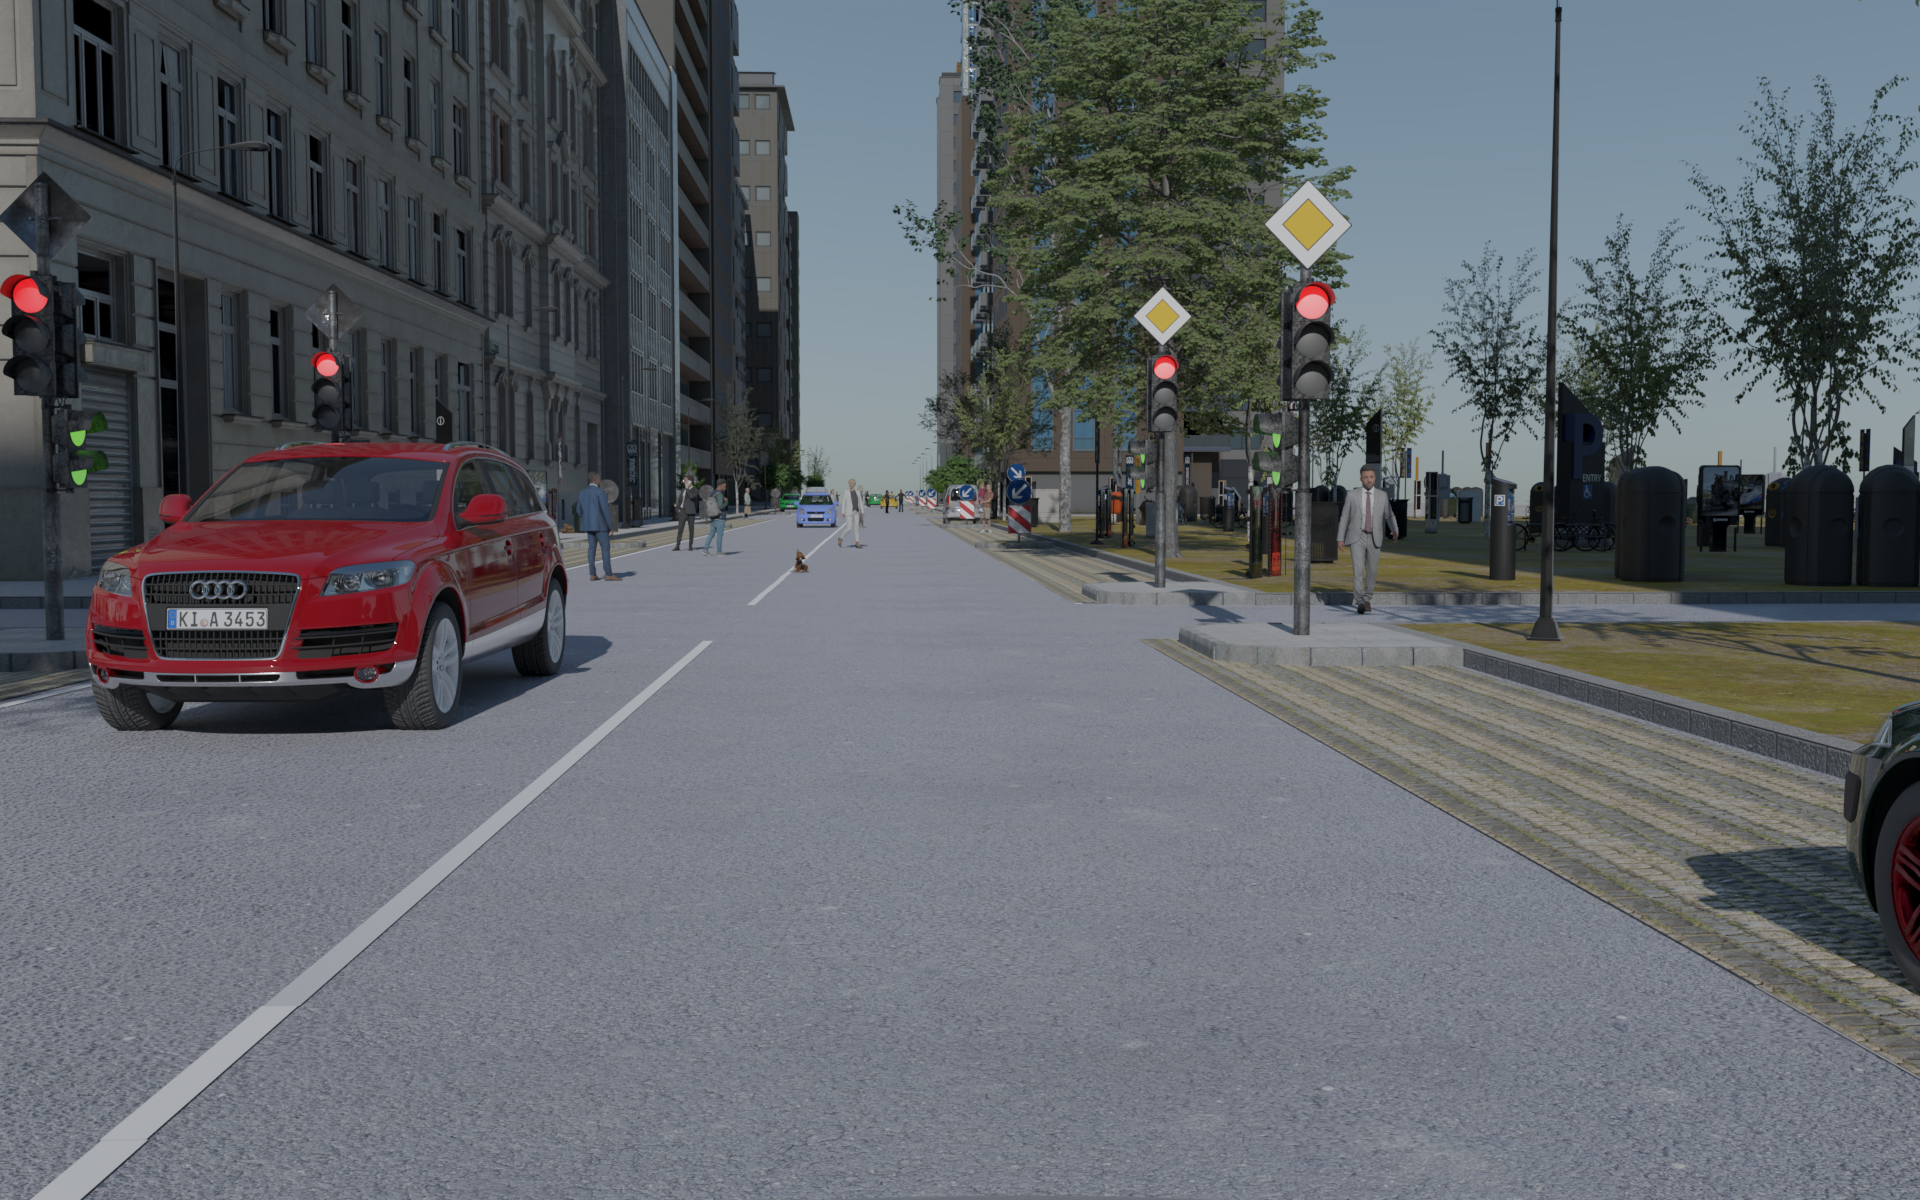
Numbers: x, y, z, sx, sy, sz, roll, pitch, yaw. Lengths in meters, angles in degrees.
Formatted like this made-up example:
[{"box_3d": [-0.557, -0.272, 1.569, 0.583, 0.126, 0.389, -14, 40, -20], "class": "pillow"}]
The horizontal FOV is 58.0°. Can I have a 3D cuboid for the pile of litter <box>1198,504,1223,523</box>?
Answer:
[{"box_3d": [11.390, -3.855, 76.997, 1.719, 0.858, 1.176, 0, 4, -4], "class": "pile of litter"}]

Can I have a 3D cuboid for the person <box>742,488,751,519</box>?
[{"box_3d": [-11.966, -5.387, 97.070, 0.515, 1.767, 0.782, 0, 4, -3], "class": "person"}]

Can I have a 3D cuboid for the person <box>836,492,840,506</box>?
[{"box_3d": [-14.886, -12.397, 211.993, 0.742, 1.727, 0.445, 1, 4, 23], "class": "person"}]

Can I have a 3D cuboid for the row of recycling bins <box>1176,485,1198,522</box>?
[{"box_3d": [10.376, -4.605, 82.399, 1.069, 1.692, 3.534, -1, 4, -11], "class": "row of recycling bins"}]

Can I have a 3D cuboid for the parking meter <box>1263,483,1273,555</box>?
[{"box_3d": [6.596, -1.739, 36.848, 0.372, 1.533, 0.369, 0, 3, 0], "class": "parking meter"}]

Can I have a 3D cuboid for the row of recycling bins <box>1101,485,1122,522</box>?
[{"box_3d": [6.985, -4.462, 80.068, 1.069, 1.692, 3.534, 1, 4, 9], "class": "row of recycling bins"}]

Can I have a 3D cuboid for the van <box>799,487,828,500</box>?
[{"box_3d": [-8.598, -5.913, 103.693, 2.013, 2.044, 4.112, 0, 4, -4], "class": "van"}]

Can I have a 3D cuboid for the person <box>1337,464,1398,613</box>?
[{"box_3d": [4.904, -0.740, 20.878, 0.678, 1.792, 0.850, 0, 4, 5], "class": "person"}]

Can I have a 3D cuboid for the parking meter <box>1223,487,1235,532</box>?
[{"box_3d": [9.128, -3.083, 58.811, 0.372, 1.533, 0.369, 0, 3, 0], "class": "parking meter"}]

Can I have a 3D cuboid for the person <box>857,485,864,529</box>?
[{"box_3d": [-4.248, -3.882, 72.148, 0.526, 1.800, 0.537, 1, 4, 21], "class": "person"}]

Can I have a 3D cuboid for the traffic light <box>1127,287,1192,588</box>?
[{"box_3d": [2.726, -2.124, 23.643, 0.839, 4.253, 0.868, 0, 4, -3], "class": "traffic light"}]

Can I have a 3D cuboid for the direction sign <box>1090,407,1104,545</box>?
[{"box_3d": [3.485, -3.178, 43.955, 0.379, 3.537, 0.876, 1, 4, 11], "class": "direction sign"}]

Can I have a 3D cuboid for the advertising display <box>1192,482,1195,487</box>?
[{"box_3d": [12.692, -5.452, 94.349, 0.123, 1.923, 0.974, 0, 4, 5], "class": "advertising display"}]

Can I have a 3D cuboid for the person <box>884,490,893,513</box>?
[{"box_3d": [-5.341, -7.309, 128.721, 0.721, 1.735, 1.217, -2, 4, -30], "class": "person"}]

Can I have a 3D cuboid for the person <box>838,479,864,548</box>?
[{"box_3d": [-2.888, -2.289, 45.803, 0.818, 1.842, 0.514, 3, 5, 41], "class": "person"}]

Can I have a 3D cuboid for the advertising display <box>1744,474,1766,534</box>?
[{"box_3d": [25.604, -3.113, 56.109, 0.123, 1.923, 0.974, -2, 4, -30], "class": "advertising display"}]

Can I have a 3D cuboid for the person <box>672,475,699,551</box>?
[{"box_3d": [-6.906, -2.191, 43.691, 0.648, 1.900, 0.474, 1, 4, 16], "class": "person"}]

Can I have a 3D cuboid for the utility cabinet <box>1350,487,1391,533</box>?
[{"box_3d": [13.473, -2.937, 56.694, 1.173, 1.500, 0.318, 0, 4, 4], "class": "utility cabinet"}]

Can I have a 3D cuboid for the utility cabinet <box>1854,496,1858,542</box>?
[{"box_3d": [24.299, -2.124, 45.895, 1.020, 1.237, 0.306, 2, 4, 35], "class": "utility cabinet"}]

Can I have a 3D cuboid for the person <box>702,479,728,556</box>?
[{"box_3d": [-5.569, -1.893, 39.803, 0.623, 1.781, 0.721, 3, 5, 44], "class": "person"}]

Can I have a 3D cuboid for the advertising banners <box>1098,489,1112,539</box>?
[{"box_3d": [4.346, -3.329, 50.612, 0.090, 3.025, 2.074, 1, 4, 20], "class": "advertising banners"}]

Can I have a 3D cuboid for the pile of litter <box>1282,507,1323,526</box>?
[{"box_3d": [13.901, -3.441, 70.223, 1.176, 0.858, 1.719, -2, 4, -31], "class": "pile of litter"}]

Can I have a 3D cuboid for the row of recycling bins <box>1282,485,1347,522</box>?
[{"box_3d": [16.119, -4.424, 79.449, 3.534, 1.692, 1.069, 3, 4, 39], "class": "row of recycling bins"}]

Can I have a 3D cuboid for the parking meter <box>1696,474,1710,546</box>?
[{"box_3d": [18.293, -2.249, 42.475, 0.399, 1.863, 0.255, 0, 4, 0], "class": "parking meter"}]

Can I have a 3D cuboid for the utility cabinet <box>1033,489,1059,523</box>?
[{"box_3d": [3.786, -4.153, 76.574, 1.173, 1.500, 0.318, -2, 4, -26], "class": "utility cabinet"}]

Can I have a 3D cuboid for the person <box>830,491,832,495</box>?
[{"box_3d": [-14.470, -11.358, 194.290, 0.705, 1.812, 1.348, 1, 4, 14], "class": "person"}]

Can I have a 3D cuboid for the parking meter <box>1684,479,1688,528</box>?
[{"box_3d": [27.603, -3.706, 66.297, 0.255, 1.863, 0.399, -3, 5, -43], "class": "parking meter"}]

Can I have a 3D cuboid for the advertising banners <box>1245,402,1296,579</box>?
[{"box_3d": [4.890, -1.880, 26.920, 0.090, 3.025, 2.074, 2, 4, 32], "class": "advertising banners"}]

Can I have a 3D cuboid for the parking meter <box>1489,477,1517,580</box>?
[{"box_3d": [8.106, -1.066, 25.843, 0.372, 1.533, 0.369, 0, 3, 0], "class": "parking meter"}]

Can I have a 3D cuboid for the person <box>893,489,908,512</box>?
[{"box_3d": [-4.715, -7.919, 138.003, 1.348, 1.821, 0.705, 2, 4, 26], "class": "person"}]

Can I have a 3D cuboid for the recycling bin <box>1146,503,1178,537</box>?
[{"box_3d": [5.994, -2.376, 51.398, 0.722, 1.027, 0.722, 3, 4, 36], "class": "recycling bin"}]

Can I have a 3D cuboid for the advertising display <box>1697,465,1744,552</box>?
[{"box_3d": [16.846, -2.033, 38.446, 0.974, 1.923, 0.123, -1, 4, -12], "class": "advertising display"}]

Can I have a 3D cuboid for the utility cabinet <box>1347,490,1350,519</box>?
[{"box_3d": [19.481, -4.878, 88.426, 1.173, 1.500, 0.318, -2, 4, -35], "class": "utility cabinet"}]

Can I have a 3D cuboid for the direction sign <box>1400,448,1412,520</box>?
[{"box_3d": [21.774, -5.667, 84.658, 0.876, 3.537, 0.379, -3, 4, -38], "class": "direction sign"}]

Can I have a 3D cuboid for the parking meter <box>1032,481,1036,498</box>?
[{"box_3d": [3.205, -4.394, 77.556, 0.399, 1.863, 0.255, 0, 4, -2], "class": "parking meter"}]

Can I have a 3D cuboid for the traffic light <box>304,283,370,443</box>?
[{"box_3d": [-8.322, -2.092, 23.121, 0.839, 4.253, 0.868, 0, 4, -3], "class": "traffic light"}]

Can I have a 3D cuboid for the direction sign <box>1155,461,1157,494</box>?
[{"box_3d": [10.442, -6.115, 91.980, 0.379, 3.537, 0.876, 0, 4, -2], "class": "direction sign"}]

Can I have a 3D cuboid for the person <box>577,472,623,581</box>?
[{"box_3d": [-5.987, -1.218, 28.595, 0.721, 1.800, 0.419, 1, 4, 20], "class": "person"}]

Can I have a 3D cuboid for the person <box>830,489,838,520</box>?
[{"box_3d": [-6.952, -5.210, 94.693, 0.512, 1.701, 0.522, -1, 4, -22], "class": "person"}]

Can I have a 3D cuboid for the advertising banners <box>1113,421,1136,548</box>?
[{"box_3d": [3.951, -2.762, 41.339, 0.090, 3.025, 2.074, 1, 4, 17], "class": "advertising banners"}]

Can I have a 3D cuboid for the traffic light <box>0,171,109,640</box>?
[{"box_3d": [-7.955, -1.604, 15.144, 0.839, 4.253, 0.868, 0, 4, -3], "class": "traffic light"}]

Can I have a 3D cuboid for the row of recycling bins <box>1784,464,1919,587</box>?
[{"box_3d": [13.451, -1.041, 24.128, 3.534, 1.692, 1.069, 1, 4, 11], "class": "row of recycling bins"}]

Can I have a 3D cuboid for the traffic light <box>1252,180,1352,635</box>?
[{"box_3d": [3.094, -1.636, 15.667, 0.839, 4.253, 0.868, 0, 4, -3], "class": "traffic light"}]

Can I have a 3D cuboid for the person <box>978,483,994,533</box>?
[{"box_3d": [0.922, -3.391, 63.911, 0.580, 1.828, 0.573, -1, 4, -15], "class": "person"}]

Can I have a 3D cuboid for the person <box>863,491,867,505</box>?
[{"box_3d": [-12.096, -13.115, 222.915, 1.348, 1.826, 0.705, -2, 4, -34], "class": "person"}]

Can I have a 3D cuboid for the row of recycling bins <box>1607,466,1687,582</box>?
[{"box_3d": [10.657, -1.200, 26.740, 1.069, 1.692, 3.534, 1, 4, 22], "class": "row of recycling bins"}]

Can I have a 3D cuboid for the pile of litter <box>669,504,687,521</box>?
[{"box_3d": [-13.177, -4.158, 81.954, 1.176, 0.858, 1.719, -1, 4, -12], "class": "pile of litter"}]

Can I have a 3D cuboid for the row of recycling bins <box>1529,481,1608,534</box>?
[{"box_3d": [20.135, -3.040, 56.817, 1.069, 1.692, 3.534, -2, 4, -27], "class": "row of recycling bins"}]

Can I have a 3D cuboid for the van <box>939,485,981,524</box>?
[{"box_3d": [0.084, -4.402, 78.988, 2.013, 2.044, 4.112, 0, 4, -2], "class": "van"}]

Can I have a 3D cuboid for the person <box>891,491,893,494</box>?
[{"box_3d": [-9.463, -14.255, 241.576, 0.705, 1.824, 1.348, -1, 4, -20], "class": "person"}]

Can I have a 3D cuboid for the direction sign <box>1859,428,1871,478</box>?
[{"box_3d": [31.442, -4.174, 60.246, 0.379, 3.537, 0.876, 0, 4, 7], "class": "direction sign"}]

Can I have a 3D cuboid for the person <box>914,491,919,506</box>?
[{"box_3d": [-5.098, -11.896, 202.863, 0.599, 1.838, 0.709, 3, 5, 39], "class": "person"}]

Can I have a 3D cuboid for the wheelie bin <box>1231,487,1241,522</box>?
[{"box_3d": [12.590, -4.407, 79.967, 0.693, 1.594, 0.980, 1, 4, 18], "class": "wheelie bin"}]

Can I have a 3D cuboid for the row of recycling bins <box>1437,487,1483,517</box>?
[{"box_3d": [28.370, -5.558, 97.985, 3.534, 1.692, 1.069, -3, 4, -36], "class": "row of recycling bins"}]

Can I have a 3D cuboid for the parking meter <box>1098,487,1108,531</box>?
[{"box_3d": [4.915, -3.135, 59.663, 0.372, 1.533, 0.369, 0, 3, 0], "class": "parking meter"}]

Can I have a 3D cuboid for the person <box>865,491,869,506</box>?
[{"box_3d": [-10.755, -11.837, 202.172, 0.705, 1.807, 1.348, -2, 4, -30], "class": "person"}]

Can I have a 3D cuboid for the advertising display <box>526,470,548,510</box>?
[{"box_3d": [-11.375, -2.526, 46.513, 0.123, 1.923, 0.974, 1, 4, 18], "class": "advertising display"}]

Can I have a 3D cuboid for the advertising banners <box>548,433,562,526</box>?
[{"box_3d": [-11.444, -3.218, 48.794, 0.090, 3.025, 2.074, 0, 4, 1], "class": "advertising banners"}]

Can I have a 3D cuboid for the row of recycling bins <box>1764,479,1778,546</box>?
[{"box_3d": [20.098, -2.095, 41.366, 1.069, 1.692, 3.534, 1, 4, 12], "class": "row of recycling bins"}]

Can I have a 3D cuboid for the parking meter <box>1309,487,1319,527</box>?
[{"box_3d": [13.602, -3.558, 66.580, 0.372, 1.533, 0.369, 0, 3, 0], "class": "parking meter"}]
